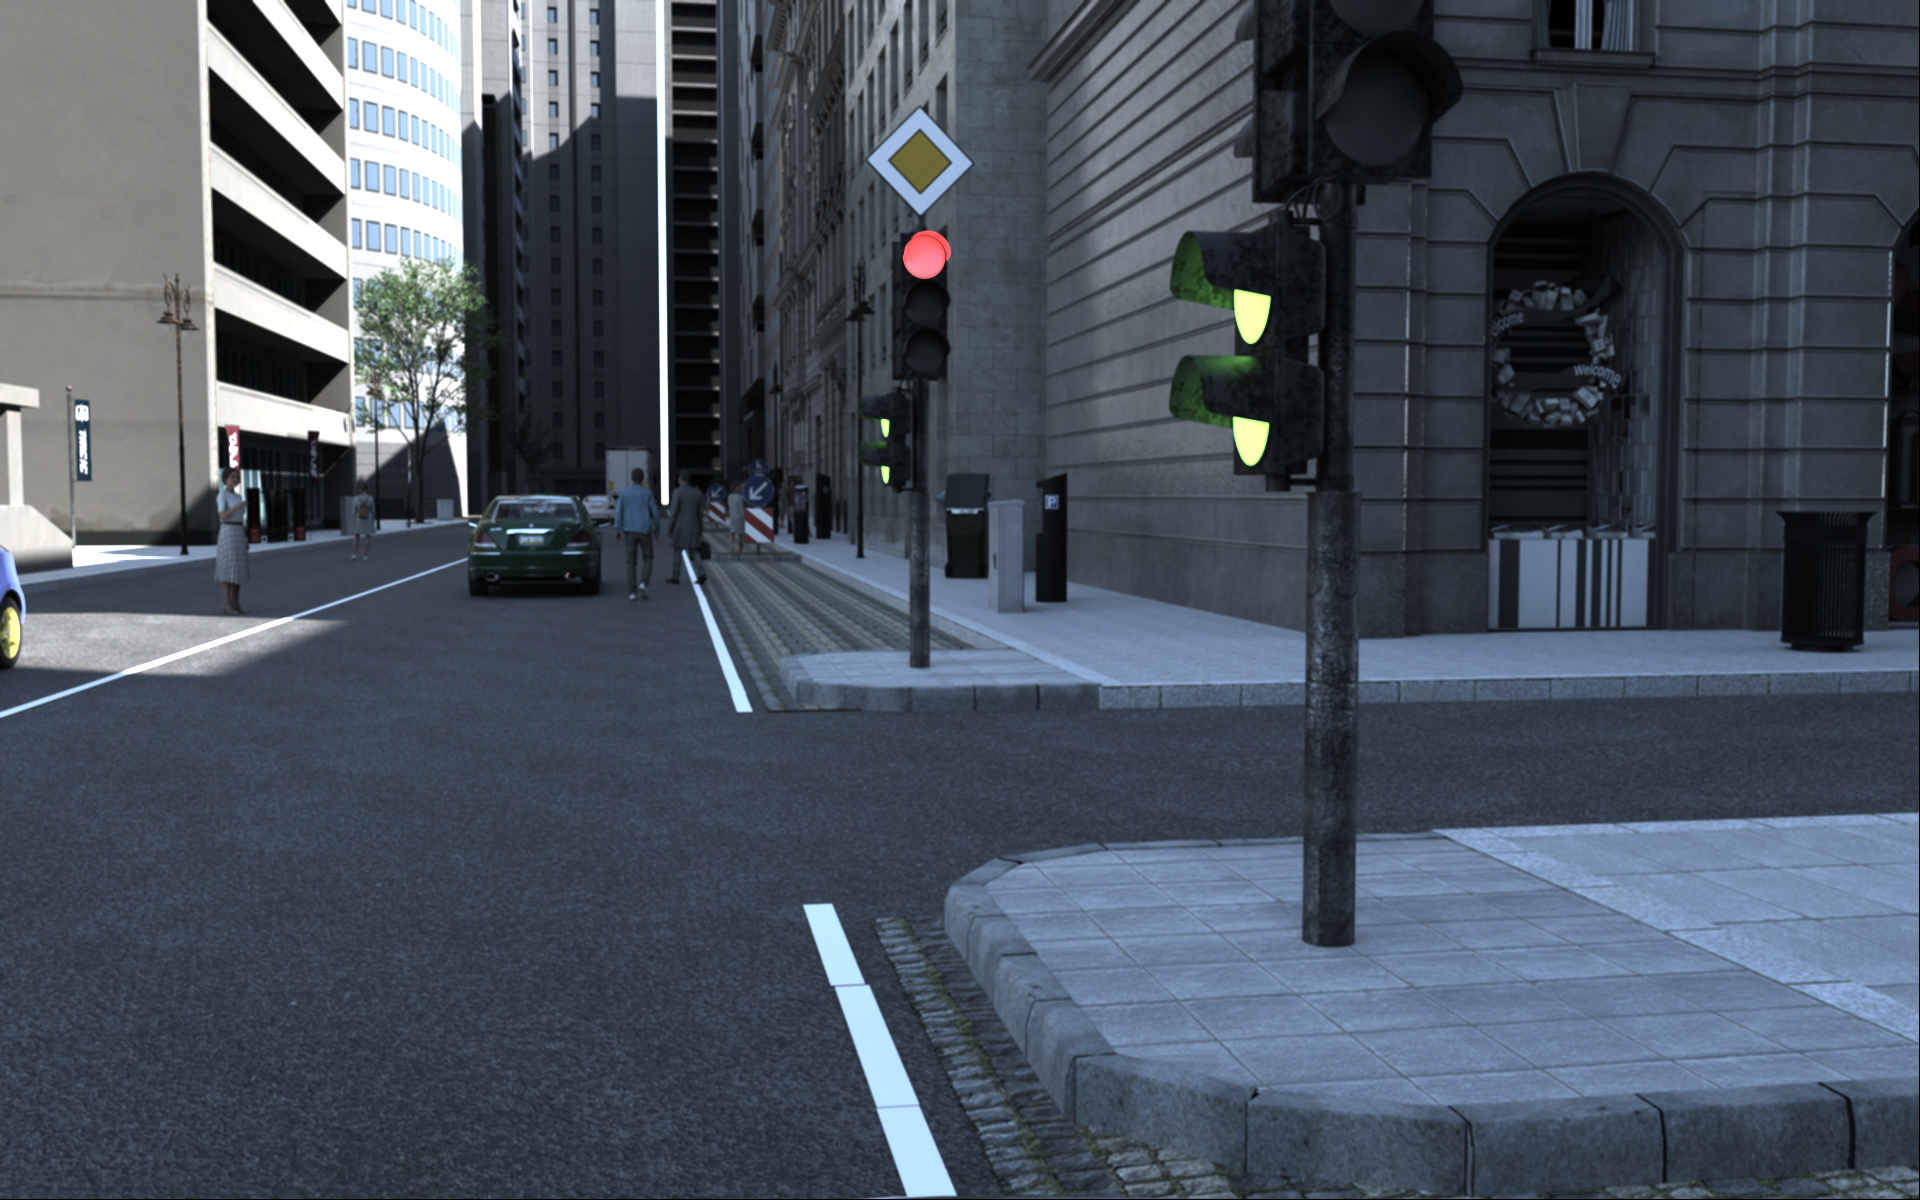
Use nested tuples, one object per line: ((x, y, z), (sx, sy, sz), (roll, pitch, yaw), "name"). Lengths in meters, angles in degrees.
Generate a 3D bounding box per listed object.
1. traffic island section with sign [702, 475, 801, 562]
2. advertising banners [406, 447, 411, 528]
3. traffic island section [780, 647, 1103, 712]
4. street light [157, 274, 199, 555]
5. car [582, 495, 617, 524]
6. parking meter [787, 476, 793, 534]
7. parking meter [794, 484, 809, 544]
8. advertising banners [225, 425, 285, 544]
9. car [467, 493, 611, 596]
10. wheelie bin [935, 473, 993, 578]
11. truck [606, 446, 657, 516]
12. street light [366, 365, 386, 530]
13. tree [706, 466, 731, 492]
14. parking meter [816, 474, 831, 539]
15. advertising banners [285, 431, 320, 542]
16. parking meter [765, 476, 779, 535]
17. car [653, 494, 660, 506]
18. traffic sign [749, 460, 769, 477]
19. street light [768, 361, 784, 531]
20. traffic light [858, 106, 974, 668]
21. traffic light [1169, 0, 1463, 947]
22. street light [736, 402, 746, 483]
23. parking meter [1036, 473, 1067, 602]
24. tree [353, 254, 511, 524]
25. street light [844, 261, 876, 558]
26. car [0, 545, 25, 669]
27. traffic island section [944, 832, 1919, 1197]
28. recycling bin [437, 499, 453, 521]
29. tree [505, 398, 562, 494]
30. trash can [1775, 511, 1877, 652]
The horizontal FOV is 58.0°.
((-4.464, -1.741, 37.088), (1.989, 1.847, 2.006), (-1, 4, -10), "traffic island section with sign")
((-20.999, -4.266, 65.932), (0.090, 3.025, 2.074), (-1, 4, -21), "advertising banners")
((-0.276, 0.577, 12.846), (2.009, 0.180, 2.903), (-1, 4, -10), "traffic island section")
((-16.412, -3.895, 36.478), (0.468, 5.910, 1.993), (-1, 4, -10), "street light")
((-17.426, -4.372, 83.837), (2.083, 1.381, 4.827), (-1, 4, -8), "car")
((-5.377, -3.089, 56.219), (0.399, 1.863, 0.255), (1, 4, 19), "parking meter")
((-4.110, -2.228, 44.833), (0.372, 1.533, 0.369), (0, 3, 0), "parking meter")
((-18.310, -2.979, 44.903), (0.090, 3.025, 2.074), (1, 4, 16), "advertising banners")
((-6.314, -0.866, 25.962), (2.131, 1.459, 4.920), (-1, 4, -11), "car")
((0.105, -1.140, 26.545), (0.980, 1.594, 0.693), (1, 4, 11), "wheelie bin")
((-20.369, -7.247, 107.399), (2.839, 4.237, 11.283), (-1, 4, -8), "truck")
((-20.880, -5.456, 61.994), (0.468, 5.910, 1.993), (-1, 4, -10), "street light")
((-18.036, -8.187, 128.462), (1.663, 3.219, 1.824), (0, 3, 0), "tree")
((-3.901, -2.681, 49.546), (0.399, 1.863, 0.255), (-3, 5, -40), "parking meter")
((-18.071, -3.124, 47.267), (0.090, 3.025, 2.074), (1, 4, 14), "advertising banners")
((-5.941, -2.998, 54.724), (0.399, 1.863, 0.255), (1, 4, 20), "parking meter")
((-25.910, -8.185, 143.617), (2.009, 1.686, 4.222), (-1, 4, -11), "car")
((-7.432, -3.914, 64.094), (0.768, 2.556, 0.104), (0, 4, -5), "traffic sign")
((-6.410, -5.354, 60.332), (0.468, 5.910, 1.993), (-1, 4, -10), "street light")
((-0.317, -1.456, 12.726), (0.839, 4.253, 0.868), (-1, 4, -10), "traffic light")
((1.039, -0.975, 4.856), (0.839, 4.253, 0.868), (-1, 4, -10), "traffic light")
((-10.976, -6.973, 86.791), (0.468, 5.910, 1.993), (-1, 4, -10), "street light")
((1.089, -0.748, 20.635), (0.372, 1.533, 0.369), (0, 3, 0), "parking meter")
((-23.459, -9.133, 75.075), (9.928, 11.665, 9.643), (0, 3, 0), "tree")
((-1.999, -3.779, 34.570), (0.468, 5.910, 1.993), (-1, 4, -10), "street light")
((-8.381, -0.197, 12.805), (1.945, 1.707, 3.694), (-1, 4, -11), "car")
((1.080, 1.058, 4.977), (2.009, 0.180, 2.903), (-1, 4, -10), "traffic island section")
((-24.926, -4.363, 83.891), (0.722, 1.027, 0.722), (-1, 4, -16), "recycling bin")
((-32.883, -11.127, 132.281), (4.360, 8.622, 3.978), (0, 3, 0), "tree")
((7.086, -0.156, 14.210), (0.748, 1.137, 0.748), (0, 3, 0), "trash can")
